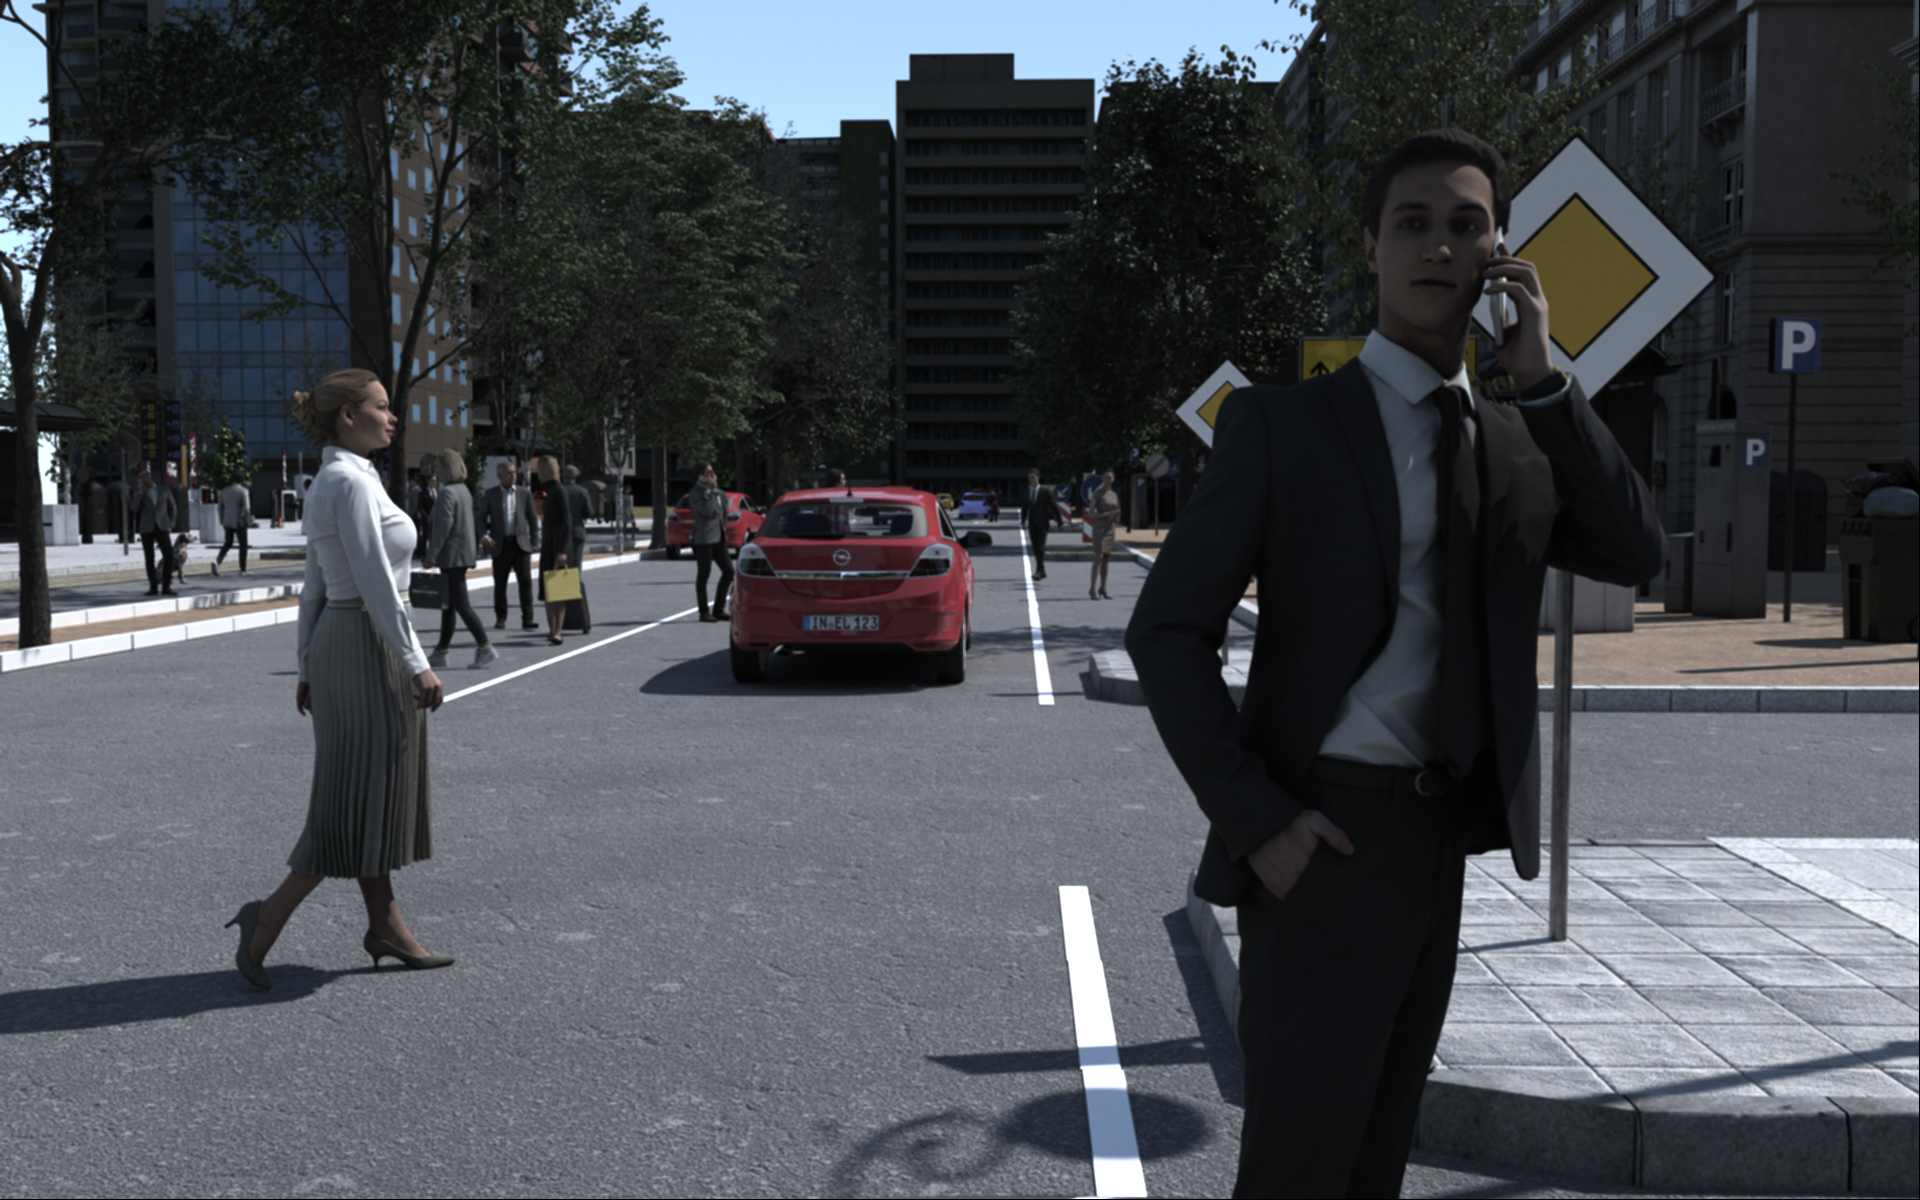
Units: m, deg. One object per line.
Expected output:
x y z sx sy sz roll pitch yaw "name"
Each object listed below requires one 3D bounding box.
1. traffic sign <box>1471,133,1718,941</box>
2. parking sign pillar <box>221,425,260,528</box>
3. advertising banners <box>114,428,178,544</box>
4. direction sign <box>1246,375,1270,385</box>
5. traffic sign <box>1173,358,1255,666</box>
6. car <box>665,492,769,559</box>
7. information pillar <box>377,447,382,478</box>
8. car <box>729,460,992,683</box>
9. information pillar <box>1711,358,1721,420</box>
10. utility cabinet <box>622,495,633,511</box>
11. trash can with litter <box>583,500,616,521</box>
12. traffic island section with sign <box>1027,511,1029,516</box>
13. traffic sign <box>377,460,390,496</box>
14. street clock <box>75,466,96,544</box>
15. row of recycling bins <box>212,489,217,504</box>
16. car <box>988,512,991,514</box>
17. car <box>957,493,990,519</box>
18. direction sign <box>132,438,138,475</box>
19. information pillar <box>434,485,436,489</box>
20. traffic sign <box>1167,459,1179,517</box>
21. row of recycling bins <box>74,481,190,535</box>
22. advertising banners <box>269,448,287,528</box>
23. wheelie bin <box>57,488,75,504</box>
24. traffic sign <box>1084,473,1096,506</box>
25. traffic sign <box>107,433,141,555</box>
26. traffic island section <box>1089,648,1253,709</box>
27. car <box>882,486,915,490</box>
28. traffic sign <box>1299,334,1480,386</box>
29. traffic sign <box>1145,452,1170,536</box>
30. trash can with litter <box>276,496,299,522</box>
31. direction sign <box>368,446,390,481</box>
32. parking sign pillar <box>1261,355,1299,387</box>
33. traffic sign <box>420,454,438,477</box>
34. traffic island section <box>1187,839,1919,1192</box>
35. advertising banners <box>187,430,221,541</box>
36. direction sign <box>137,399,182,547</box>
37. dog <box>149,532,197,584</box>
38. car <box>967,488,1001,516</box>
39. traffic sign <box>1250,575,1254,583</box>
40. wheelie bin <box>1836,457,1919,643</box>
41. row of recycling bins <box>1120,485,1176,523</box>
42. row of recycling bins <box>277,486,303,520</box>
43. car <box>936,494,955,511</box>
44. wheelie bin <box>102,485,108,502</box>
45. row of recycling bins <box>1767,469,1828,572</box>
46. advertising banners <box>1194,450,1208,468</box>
1.720 -0.079 4.928 0.795 2.450 0.064 0 4 2 "traffic sign"
-27.266 -4.706 65.410 1.447 3.967 1.447 1 4 13 "parking sign pillar"
-21.248 -3.008 45.375 0.090 3.025 2.074 2 4 26 "advertising banners"
5.757 -2.517 33.150 0.876 3.537 0.379 -2 4 -30 "direction sign"
1.981 -0.567 12.909 0.795 2.450 0.064 0 4 2 "traffic sign"
-5.463 -1.860 39.448 2.155 1.783 4.494 0 4 3 "car"
-22.174 -4.572 66.115 0.183 3.616 0.504 0 4 0 "information pillar"
-0.807 -0.342 14.635 2.155 1.783 4.494 0 4 1 "car"
13.122 -2.372 30.139 0.183 3.616 0.504 2 4 31 "information pillar"
-16.636 -4.566 85.818 0.306 1.237 1.020 2 4 29 "utility cabinet"
-16.786 -4.358 82.303 2.233 1.210 1.678 0 4 1 "trash can with litter"
5.341 -6.487 114.685 1.989 1.847 2.006 0 4 2 "traffic island section with sign"
-20.316 -3.750 61.412 0.768 2.556 0.104 1 4 11 "traffic sign"
-22.538 -2.453 44.671 0.471 2.002 0.358 1 4 15 "street clock"
-33.805 -4.484 80.428 1.069 1.692 3.534 -3 5 -42 "row of recycling bins"
1.470 -7.155 128.786 2.131 1.459 4.920 0 4 1 "car"
0.791 -5.563 100.549 1.945 1.707 3.694 0 4 1 "car"
-33.249 -4.785 70.238 0.876 3.537 0.379 2 4 26 "direction sign"
-25.042 -4.757 82.276 0.304 2.012 0.304 -2 4 -26 "information pillar"
7.879 -3.834 62.793 0.768 2.556 0.104 0 4 5 "traffic sign"
-26.707 -2.990 55.999 1.069 1.692 3.534 3 5 40 "row of recycling bins"
-25.720 -4.234 65.411 0.090 3.025 2.074 0 4 -4 "advertising banners"
-31.264 -3.231 60.734 0.693 1.594 0.980 -2 4 -28 "wheelie bin"
6.309 -5.020 84.213 0.606 2.300 0.079 1 4 11 "traffic sign"
-17.433 -2.203 36.132 0.768 2.556 0.104 1 4 9 "traffic sign"
2.005 0.569 12.985 2.009 0.180 2.903 0 4 2 "traffic island section"
-2.868 -4.415 80.862 2.281 1.827 5.304 0 4 4 "car"
5.491 -1.738 22.286 2.265 3.308 0.079 0 4 5 "traffic sign"
6.046 -3.245 53.163 0.768 2.556 0.104 0 4 3 "traffic sign"
-30.645 -4.120 78.745 0.624 1.170 1.055 3 5 44 "trash can with litter"
-19.344 -4.027 57.833 0.876 3.537 0.379 1 4 15 "direction sign"
5.783 -2.568 30.456 1.447 3.967 1.447 2 4 34 "parking sign pillar"
-16.628 -3.325 54.466 0.768 2.556 0.104 0 4 8 "traffic sign"
1.744 1.057 5.005 2.009 0.180 2.903 0 4 2 "traffic island section"
-20.951 -3.180 48.176 0.090 3.025 2.074 0 4 2 "advertising banners"
-19.203 -3.039 41.681 0.876 3.537 0.379 -2 4 -34 "direction sign"
-12.692 -0.664 27.687 0.800 0.831 0.513 1 4 14 "dog"
1.561 -6.580 116.261 2.281 1.827 5.304 0 4 3 "car"
4.218 -1.521 24.974 0.768 2.556 0.104 1 4 10 "traffic sign"
8.105 -0.441 15.126 0.693 1.594 0.980 0 4 -2 "wheelie bin"
8.965 -4.352 78.262 3.534 1.692 1.069 -1 4 -17 "row of recycling bins"
-32.422 -4.880 86.901 3.534 1.692 1.069 -1 4 -16 "row of recycling bins"
-1.433 -8.427 148.000 2.015 1.641 3.980 0 4 1 "car"
-30.946 -3.359 62.833 0.980 1.594 0.693 0 4 7 "wheelie bin"
13.997 -1.414 30.235 1.069 1.692 3.534 0 4 2 "row of recycling bins"
10.329 -4.437 68.730 2.074 3.025 0.090 1 4 8 "advertising banners"
